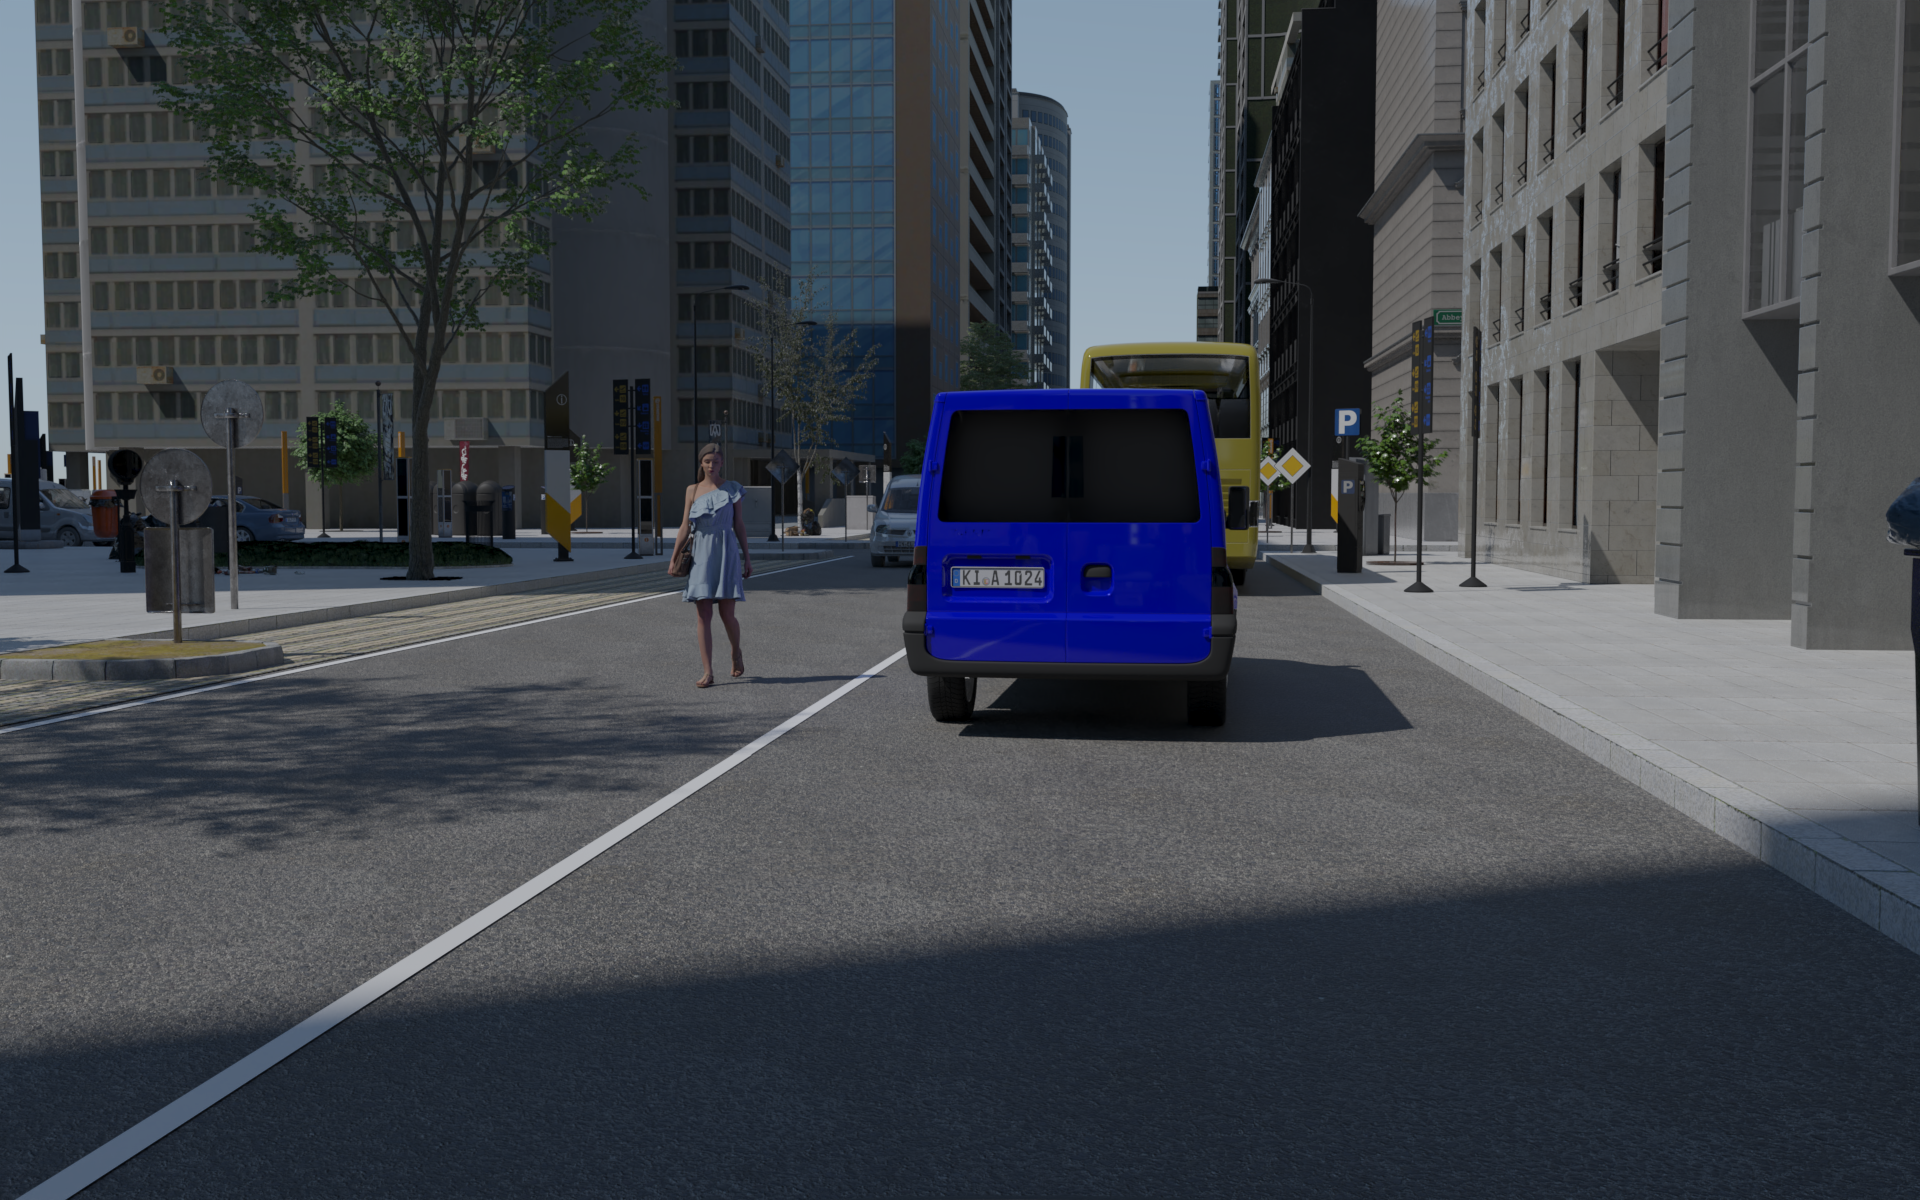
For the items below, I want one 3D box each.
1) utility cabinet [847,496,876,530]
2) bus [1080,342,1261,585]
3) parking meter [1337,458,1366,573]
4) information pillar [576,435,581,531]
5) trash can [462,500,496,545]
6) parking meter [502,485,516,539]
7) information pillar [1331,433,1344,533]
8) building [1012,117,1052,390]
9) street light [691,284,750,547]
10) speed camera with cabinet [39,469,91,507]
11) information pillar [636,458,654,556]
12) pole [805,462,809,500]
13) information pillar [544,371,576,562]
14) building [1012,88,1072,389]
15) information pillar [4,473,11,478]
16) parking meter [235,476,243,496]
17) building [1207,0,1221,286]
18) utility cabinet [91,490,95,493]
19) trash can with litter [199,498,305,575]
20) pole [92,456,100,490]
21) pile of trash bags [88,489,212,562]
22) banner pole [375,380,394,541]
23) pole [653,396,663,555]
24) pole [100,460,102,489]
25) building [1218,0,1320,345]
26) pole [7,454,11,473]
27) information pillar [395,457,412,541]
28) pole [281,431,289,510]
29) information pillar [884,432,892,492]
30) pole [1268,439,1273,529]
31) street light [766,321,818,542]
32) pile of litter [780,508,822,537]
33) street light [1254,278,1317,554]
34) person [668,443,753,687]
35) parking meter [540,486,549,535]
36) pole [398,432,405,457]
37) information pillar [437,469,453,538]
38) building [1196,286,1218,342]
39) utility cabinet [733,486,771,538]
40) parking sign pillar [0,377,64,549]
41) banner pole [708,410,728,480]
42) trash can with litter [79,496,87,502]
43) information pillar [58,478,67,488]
[{"bbox_3d":[-3.556,-3.135,62.414,1.020,1.237,0.306,1,4,17],"label":"utility cabinet"},{"bbox_3d":[3.698,-2.359,30.122,2.896,3.916,12.252,0,4,7],"label":"bus"},{"bbox_3d":[6.362,-1.373,28.163,0.399,1.863,0.255,2,4,34],"label":"parking meter"},{"bbox_3d":[-13.361,-4.191,59.872,0.504,3.616,0.183,-2,4,-27],"label":"information pillar"},{"bbox_3d":[-10.815,-1.670,38.962,0.748,1.137,0.748,0,3,0],"label":"trash can"},{"bbox_3d":[-12.823,-2.495,49.204,0.372,1.533,0.369,0,3,0],"label":"parking meter"},{"bbox_3d":[12.493,-4.031,57.268,0.183,3.616,0.504,-2,4,-31],"label":"information pillar"},{"bbox_3d":[0.248,-36.902,222.950,23.786,49.044,30.456,0,4,6],"label":"building"},{"bbox_3d":[-5.356,-4.039,38.577,1.470,5.913,1.316,0,4,6],"label":"street light"},{"bbox_3d":[-31.674,-4.067,60.839,2.038,3.252,0.660,-2,4,-27],"label":"speed camera with cabinet"},{"bbox_3d":[-6.525,-1.921,35.907,0.304,2.012,0.304,-1,4,-17],"label":"information pillar"},{"bbox_3d":[-7.949,-5.892,90.178,0.158,3.312,0.155,0,3,0],"label":"pole"},{"bbox_3d":[-7.618,-2.536,32.825,0.504,3.616,0.183,-2,4,-35],"label":"information pillar"},{"bbox_3d":[4.969,-43.468,252.697,21.231,58.520,28.212,0,4,6],"label":"building"},{"bbox_3d":[-33.624,-3.481,61.414,0.304,2.012,0.304,1,4,10],"label":"information pillar"},{"bbox_3d":[-22.812,-2.991,54.608,0.255,1.863,0.399,1,4,11],"label":"parking meter"},{"bbox_3d":[46.276,-57.936,259.921,22.319,86.520,31.000,0,4,6],"label":"building"},{"bbox_3d":[-42.915,-4.788,86.957,1.173,1.500,0.318,-3,5,-42],"label":"utility cabinet"},{"bbox_3d":[-11.638,-1.018,27.706,2.233,1.210,1.678,1,4,12],"label":"trash can with litter"},{"bbox_3d":[-46.714,-6.096,93.507,0.158,3.312,0.155,0,3,0],"label":"pole"},{"bbox_3d":[-15.947,-1.497,34.223,1.912,1.369,3.447,1,4,9],"label":"pile of trash bags"},{"bbox_3d":[-12.645,-2.940,38.087,0.863,3.779,0.401,3,5,44],"label":"banner pole"},{"bbox_3d":[-6.312,-2.590,36.194,0.158,3.312,0.155,0,3,0],"label":"pole"},{"bbox_3d":[-51.390,-6.706,103.494,0.158,3.312,0.155,0,3,0],"label":"pole"},{"bbox_3d":[41.370,-47.828,220.245,20.563,71.187,20.611,0,4,6],"label":"building"},{"bbox_3d":[-48.212,-5.755,87.944,0.158,3.312,0.155,0,3,0],"label":"pole"},{"bbox_3d":[-10.919,-1.819,34.230,0.304,2.012,0.304,1,4,20],"label":"information pillar"},{"bbox_3d":[-21.897,-3.815,56.216,0.158,3.312,0.155,0,3,0],"label":"pole"},{"bbox_3d":[-2.740,-4.527,65.367,0.183,3.616,0.504,-2,4,-31],"label":"information pillar"},{"bbox_3d":[11.439,-4.281,63.841,0.158,3.312,0.155,0,3,0],"label":"pole"},{"bbox_3d":[-4.509,-4.528,46.566,1.470,5.913,1.316,0,4,6],"label":"street light"},{"bbox_3d":[-4.913,-2.396,53.139,1.176,0.858,1.719,3,5,40],"label":"pile of litter"},{"bbox_3d":[7.013,-3.965,37.361,1.470,5.913,1.316,0,4,6],"label":"street light"},{"bbox_3d":[-1.883,-0.276,13.104,0.616,1.811,0.778,1,4,10],"label":"person"},{"bbox_3d":[-13.114,-2.848,54.973,0.372,1.533,0.369,0,3,0],"label":"parking meter"},{"bbox_3d":[-18.269,-3.847,56.747,0.158,3.312,0.155,0,3,0],"label":"pole"},{"bbox_3d":[-15.127,-2.835,50.851,0.304,2.012,0.304,3,5,40],"label":"information pillar"},{"bbox_3d":[39.673,-28.625,239.716,14.160,30.474,14.107,0,4,6],"label":"building"},{"bbox_3d":[-6.024,-2.551,50.382,1.173,1.500,0.318,0,4,-8],"label":"utility cabinet"},{"bbox_3d":[-21.950,-3.196,40.734,1.447,3.967,1.447,-2,4,-32],"label":"parking sign pillar"},{"bbox_3d":[-7.169,-3.776,51.756,0.863,3.779,0.401,-3,5,-41],"label":"banner pole"},{"bbox_3d":[-26.972,-2.583,53.297,2.233,1.210,1.678,3,4,38],"label":"trash can with litter"},{"bbox_3d":[-42.202,-4.713,81.542,0.304,2.012,0.304,0,4,-8],"label":"information pillar"}]
